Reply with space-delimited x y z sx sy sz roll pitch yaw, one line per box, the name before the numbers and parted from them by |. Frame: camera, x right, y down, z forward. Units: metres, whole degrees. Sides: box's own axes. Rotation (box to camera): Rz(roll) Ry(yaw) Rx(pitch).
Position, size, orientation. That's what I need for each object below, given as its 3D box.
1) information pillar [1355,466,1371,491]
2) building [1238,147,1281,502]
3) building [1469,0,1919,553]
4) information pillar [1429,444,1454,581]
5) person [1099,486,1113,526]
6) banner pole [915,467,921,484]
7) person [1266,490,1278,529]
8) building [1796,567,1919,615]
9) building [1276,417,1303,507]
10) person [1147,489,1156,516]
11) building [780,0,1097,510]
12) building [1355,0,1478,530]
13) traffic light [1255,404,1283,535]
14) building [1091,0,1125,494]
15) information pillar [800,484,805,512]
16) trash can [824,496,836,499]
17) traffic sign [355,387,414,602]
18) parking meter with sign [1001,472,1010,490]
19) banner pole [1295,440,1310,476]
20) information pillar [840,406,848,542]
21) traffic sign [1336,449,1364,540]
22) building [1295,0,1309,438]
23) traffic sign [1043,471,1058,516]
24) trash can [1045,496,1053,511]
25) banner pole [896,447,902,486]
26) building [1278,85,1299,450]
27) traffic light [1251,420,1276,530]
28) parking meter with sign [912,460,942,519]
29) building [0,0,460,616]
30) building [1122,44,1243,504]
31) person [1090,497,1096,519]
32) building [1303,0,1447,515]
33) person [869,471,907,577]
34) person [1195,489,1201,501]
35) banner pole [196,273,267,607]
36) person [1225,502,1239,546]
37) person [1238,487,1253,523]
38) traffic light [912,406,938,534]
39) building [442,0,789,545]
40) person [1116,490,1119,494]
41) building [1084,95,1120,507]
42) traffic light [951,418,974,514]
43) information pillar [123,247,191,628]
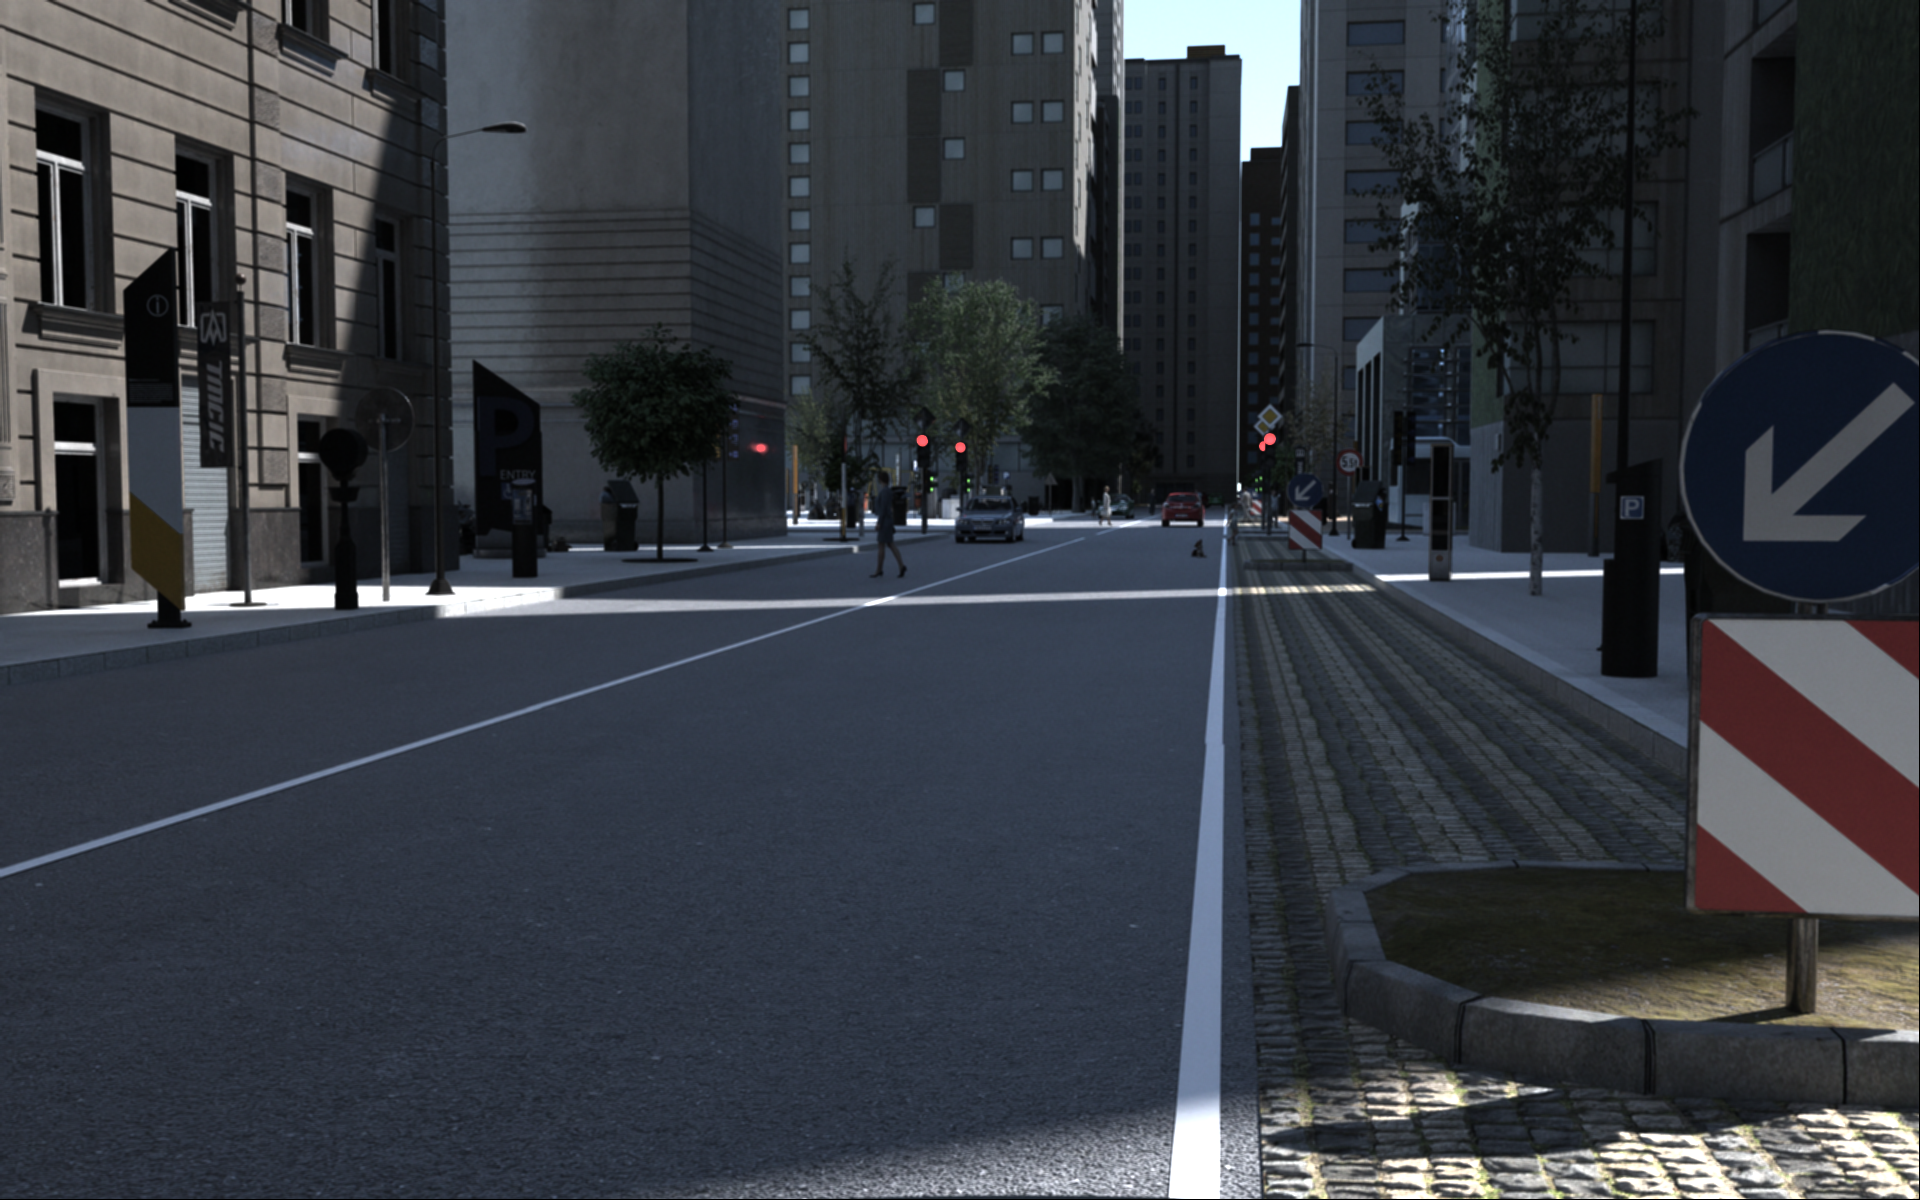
information pillar | 10.614 -2.520 45.688 0.304 2.012 0.304 -1 4 -20
building | 43.658 -35.217 225.905 14.200 45.320 14.600 1 4 9
building | 19.809 -21.940 42.309 14.154 41.232 14.086 1 4 9
information pillar | 7.105 -1.289 25.561 0.304 2.012 0.304 1 4 21
person | 6.584 -4.246 78.279 0.624 1.780 0.694 1 4 19
banner pole | -3.181 -8.646 131.379 0.863 3.779 0.401 2 4 33
person | 12.297 -3.528 67.990 0.589 1.601 0.330 -1 4 -22
building | 17.166 -20.600 20.412 14.154 41.232 14.086 1 4 9
building | 42.603 -45.020 174.332 20.563 71.187 20.611 1 4 9
person | 12.642 -6.434 114.125 0.576 1.772 0.534 -1 4 -18
building | -2.157 -34.504 153.386 28.713 52.752 27.495 1 4 9
building | 32.234 -46.242 68.725 31.000 86.520 22.319 1 4 9
traffic light | 9.600 -3.971 53.853 0.839 4.253 0.868 1 4 9
building | 8.248 -46.685 201.559 20.611 71.187 20.563 1 4 9
information pillar | -11.410 -7.389 125.297 0.304 2.012 0.304 -2 4 -27
trash can | -7.994 -5.816 106.747 0.748 1.137 0.748 0 3 0
traffic sign | -6.861 -1.256 20.634 0.768 2.556 0.104 1 4 12
parking meter with sign | 3.502 -8.601 136.879 0.543 3.016 1.738 1 4 13
banner pole | 15.968 -5.537 80.548 0.863 3.779 0.401 1 4 20
information pillar | -3.105 -3.368 46.414 0.183 3.616 0.504 0 4 2
traffic sign | 10.915 -2.963 48.554 0.768 2.556 0.104 1 4 18
building | 43.420 -34.306 150.145 28.713 52.752 27.495 1 4 9
traffic sign | 5.192 -6.093 99.617 0.884 2.594 0.081 1 4 13
trash can | 6.739 -7.320 131.332 0.748 1.137 0.748 0 3 0
banner pole | -3.293 -6.312 93.222 0.401 3.779 0.863 -2 4 -25
building | 47.256 -34.982 195.657 21.300 48.544 21.600 1 4 9
traffic light | 10.817 -4.454 61.745 0.839 4.253 0.868 1 4 9
parking meter with sign | -1.565 -5.693 89.347 1.738 3.016 0.543 1 4 19
building | -15.861 -13.458 17.304 12.463 27.353 25.104 1 4 9
building | 23.282 -42.232 232.499 28.212 58.520 21.231 1 4 9
person | 7.763 -5.370 100.980 0.332 1.250 0.352 -2 4 -27
building | 34.548 -35.286 118.932 21.231 58.520 28.212 1 4 9
person | -1.246 -1.298 29.738 0.654 1.822 0.581 2 4 30
person | 18.127 -7.541 131.813 0.660 1.820 0.620 3 4 38
banner pole | -8.388 -1.824 19.838 0.863 3.779 0.401 1 4 19
person | 7.588 -2.125 48.259 0.382 1.210 0.505 1 4 14
person | 14.001 -4.649 84.791 0.678 1.792 0.850 -3 5 -40
traffic light | -1.137 -4.071 55.486 0.839 4.253 0.868 1 4 9
building | -14.837 -12.244 49.348 18.267 20.994 9.793 1 4 9
person | 12.457 -7.802 136.402 0.599 1.781 0.374 0 4 8
building | 8.465 -29.959 173.431 14.154 41.232 14.086 1 4 9
traffic light | 0.080 -4.554 63.379 0.839 4.253 0.868 1 4 9
information pillar | -7.679 -1.540 16.536 0.504 3.616 0.183 0 3 0
